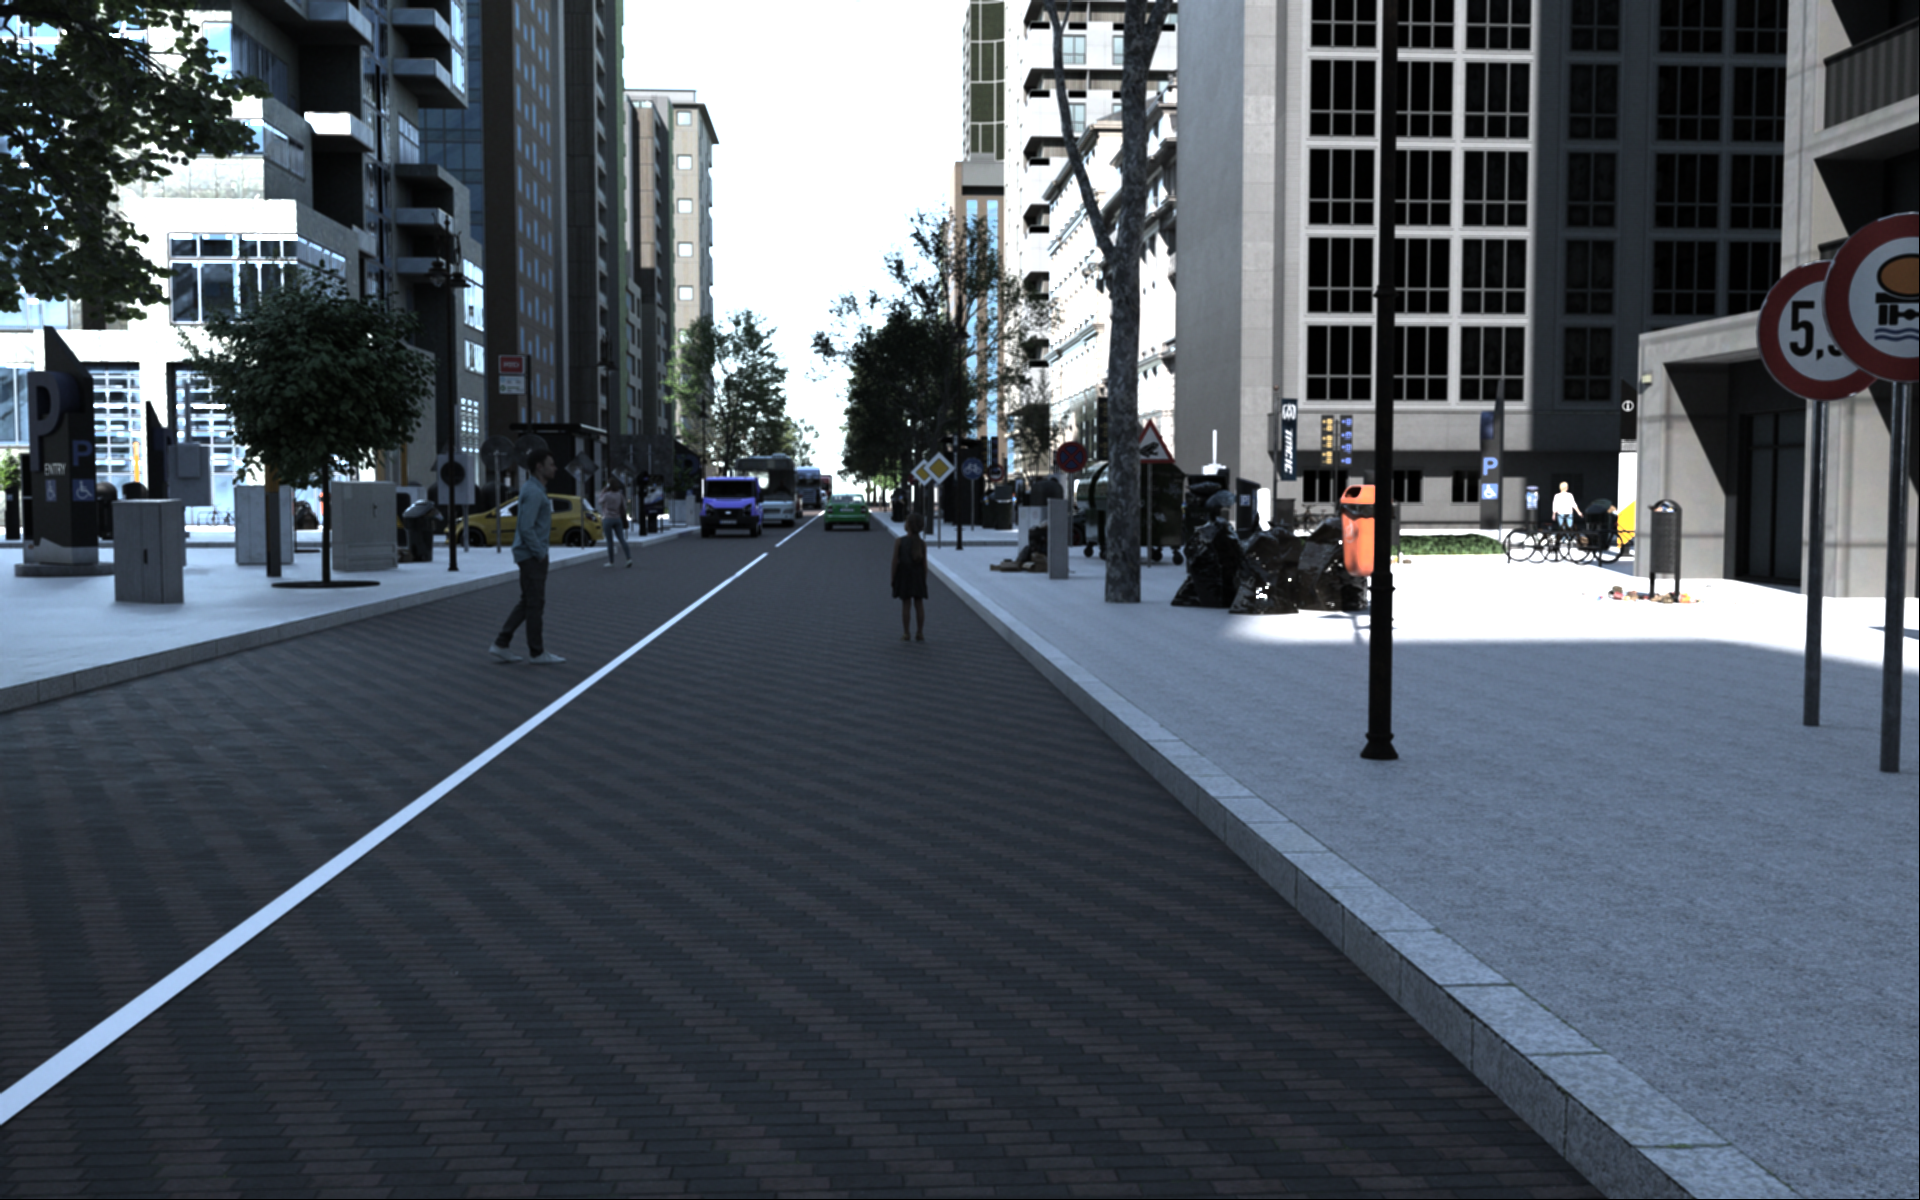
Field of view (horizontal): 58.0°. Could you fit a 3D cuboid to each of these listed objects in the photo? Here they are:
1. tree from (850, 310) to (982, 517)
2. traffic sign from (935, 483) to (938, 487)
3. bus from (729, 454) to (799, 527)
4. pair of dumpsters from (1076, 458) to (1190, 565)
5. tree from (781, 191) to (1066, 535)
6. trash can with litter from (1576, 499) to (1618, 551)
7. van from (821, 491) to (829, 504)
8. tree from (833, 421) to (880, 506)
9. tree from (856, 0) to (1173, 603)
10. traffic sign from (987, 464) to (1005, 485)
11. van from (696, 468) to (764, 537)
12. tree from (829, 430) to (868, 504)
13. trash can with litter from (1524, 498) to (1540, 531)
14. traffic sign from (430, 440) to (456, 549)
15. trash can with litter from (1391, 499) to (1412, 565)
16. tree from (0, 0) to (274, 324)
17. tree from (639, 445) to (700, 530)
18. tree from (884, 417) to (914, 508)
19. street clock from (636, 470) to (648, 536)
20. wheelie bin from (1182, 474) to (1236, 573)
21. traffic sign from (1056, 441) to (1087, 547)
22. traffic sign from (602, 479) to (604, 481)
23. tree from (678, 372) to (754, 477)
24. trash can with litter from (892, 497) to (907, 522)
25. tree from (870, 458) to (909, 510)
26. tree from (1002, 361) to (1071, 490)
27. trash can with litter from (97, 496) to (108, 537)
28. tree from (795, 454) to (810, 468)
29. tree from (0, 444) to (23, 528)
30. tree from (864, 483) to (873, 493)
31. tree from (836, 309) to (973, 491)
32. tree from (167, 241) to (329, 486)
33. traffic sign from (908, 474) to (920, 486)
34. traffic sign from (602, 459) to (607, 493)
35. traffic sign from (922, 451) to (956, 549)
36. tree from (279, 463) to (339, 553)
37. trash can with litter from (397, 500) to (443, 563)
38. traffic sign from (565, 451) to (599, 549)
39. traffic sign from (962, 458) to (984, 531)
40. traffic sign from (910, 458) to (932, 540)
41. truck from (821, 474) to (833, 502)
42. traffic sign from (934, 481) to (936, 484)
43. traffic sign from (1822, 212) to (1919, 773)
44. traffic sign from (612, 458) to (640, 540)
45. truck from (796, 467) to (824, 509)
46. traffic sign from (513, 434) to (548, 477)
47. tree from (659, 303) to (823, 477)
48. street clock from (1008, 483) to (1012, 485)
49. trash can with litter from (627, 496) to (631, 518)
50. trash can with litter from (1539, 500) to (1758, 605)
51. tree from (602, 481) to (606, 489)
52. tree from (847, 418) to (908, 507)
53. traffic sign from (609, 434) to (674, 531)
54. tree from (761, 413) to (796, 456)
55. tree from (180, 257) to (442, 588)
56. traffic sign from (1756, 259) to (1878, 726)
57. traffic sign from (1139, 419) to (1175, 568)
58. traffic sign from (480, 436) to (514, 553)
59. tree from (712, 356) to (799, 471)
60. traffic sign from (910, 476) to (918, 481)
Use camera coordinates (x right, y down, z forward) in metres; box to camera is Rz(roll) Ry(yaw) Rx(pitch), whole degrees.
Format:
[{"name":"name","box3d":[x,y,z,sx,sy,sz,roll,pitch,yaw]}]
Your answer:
[{"name":"tree","box3d":[-2.567,-10.489,97.258,9.928,11.665,9.643,0,3,0]},{"name":"traffic sign","box3d":[-1.659,-6.529,108.878,0.606,2.300,0.079,0,4,0]},{"name":"bus","box3d":[-8.784,-5.146,78.996,2.948,3.499,13.247,0,4,-5]},{"name":"pair of dumpsters","box3d":[3.281,-1.878,33.204,1.574,2.255,4.437,0,4,-4]},{"name":"tree","box3d":[-1.000,-7.339,54.401,8.767,10.594,7.601,0,4,-1]},{"name":"trash can with litter","box3d":[14.464,-1.711,39.362,0.624,1.170,1.055,3,5,43]},{"name":"van","box3d":[-17.007,-12.469,210.882,2.013,2.044,4.112,0,4,-4]},{"name":"tree","box3d":[-9.309,-16.767,191.151,9.611,12.733,9.660,0,3,0]},{"name":"tree","box3d":[2.958,-10.102,21.057,12.611,20.169,13.585,0,3,0]},{"name":"traffic sign","box3d":[1.493,-4.434,72.599,0.768,2.556,0.104,0,4,4]},{"name":"van","box3d":[-7.773,-3.347,59.104,2.240,2.365,5.245,0,4,-4]},{"name":"tree","box3d":[-12.642,-19.881,235.416,12.009,13.543,11.850,0,3,0]},{"name":"trash can with litter","box3d":[19.582,-2.931,58.984,1.678,1.210,2.233,0,4,-3]},{"name":"traffic sign","box3d":[-11.964,-2.483,40.595,0.884,2.594,0.081,0,4,-3]},{"name":"trash can with litter","box3d":[7.426,-1.275,31.901,2.233,1.210,1.678,0,4,-4]},{"name":"tree","box3d":[-8.363,-5.642,10.378,7.486,12.596,7.792,0,3,0]},{"name":"tree","box3d":[-11.120,-4.413,66.752,1.663,3.219,1.824,0,3,0]},{"name":"tree","box3d":[-5.982,-12.451,153.936,4.360,8.622,3.978,0,3,0]},{"name":"street clock","box3d":[-9.742,-2.974,53.189,0.358,2.002,0.471,1,4,9]},{"name":"wheelie bin","box3d":[4.016,-1.229,28.002,0.980,1.594,0.693,1,4,23]},{"name":"traffic sign","box3d":[2.692,-2.553,41.854,0.768,2.556,0.104,0,4,6]},{"name":"traffic sign","box3d":[-14.161,-4.168,68.246,0.768,2.556,0.104,0,4,3]},{"name":"tree","box3d":[-14.666,-9.362,103.429,4.360,8.622,3.978,0,3,0]},{"name":"trash can with litter","box3d":[-2.558,-4.105,78.506,1.055,1.170,0.624,1,4,20]},{"name":"tree","box3d":[-5.613,-9.570,140.189,4.285,4.588,4.351,0,3,0]},{"name":"tree","box3d":[4.143,-8.956,96.799,4.360,8.622,3.978,0,3,0]},{"name":"trash can with litter","box3d":[-26.050,-2.530,52.420,1.678,1.210,2.233,-2,4,-32]},{"name":"tree","box3d":[-25.720,-20.216,280.893,4.737,8.622,4.395,0,3,0]},{"name":"tree","box3d":[-36.608,-4.426,66.965,1.663,3.219,1.824,0,3,0]},{"name":"tree","box3d":[-14.759,-17.481,280.417,1.663,3.219,1.824,0,3,0]},{"name":"tree","box3d":[-3.779,-12.723,114.683,9.857,13.997,8.962,0,3,0]},{"name":"tree","box3d":[-20.038,-6.079,49.760,4.737,8.622,4.395,0,3,0]},{"name":"traffic sign","box3d":[-2.767,-6.411,104.926,0.768,2.556,0.104,0,4,-1]},{"name":"traffic sign","box3d":[-12.808,-3.844,62.947,0.768,2.556,0.104,0,4,6]},{"name":"traffic sign","box3d":[-0.492,-2.268,40.724,0.795,2.450,0.064,0,4,-4]},{"name":"tree","box3d":[-14.618,-2.650,37.925,1.663,3.219,1.824,0,3,0]},{"name":"trash can with litter","box3d":[-10.269,-1.295,32.565,0.624,1.170,1.055,1,4,20]},{"name":"traffic sign","box3d":[-8.770,-2.237,40.212,0.795,2.450,0.064,0,4,-4]},{"name":"traffic sign","box3d":[0.441,-3.702,60.635,0.768,2.556,0.104,0,4,-3]},{"name":"traffic sign","box3d":[-1.007,-2.755,48.693,0.795,2.450,0.064,0,4,-4]},{"name":"truck","box3d":[-19.643,-15.866,248.315,2.839,4.237,11.283,0,4,-2]},{"name":"traffic sign","box3d":[-1.484,-5.633,92.198,0.768,2.556,0.104,0,4,-2]},{"name":"traffic sign","box3d":[4.299,-0.479,7.932,0.768,2.556,0.104,0,4,4]},{"name":"traffic sign","box3d":[-9.285,-2.724,48.181,0.795,2.450,0.064,0,4,-4]},{"name":"truck","box3d":[-15.266,-11.356,175.431,2.967,4.110,18.799,0,4,-4]},{"name":"traffic sign","box3d":[-9.155,-2.254,36.952,0.768,2.556,0.104,0,4,2]},{"name":"tree","box3d":[-12.641,-10.280,93.830,9.928,11.665,9.643,0,3,0]},{"name":"street clock","box3d":[3.108,-6.426,109.642,0.358,2.002,0.471,-1,4,-23]},{"name":"trash can with litter","box3d":[-17.229,-4.947,92.273,1.055,1.170,0.624,2,4,30]},{"name":"trash can with litter","box3d":[8.415,-0.608,20.995,1.678,1.210,2.233,-1,4,-11]},{"name":"tree","box3d":[-22.422,-7.177,111.940,1.663,3.219,1.824,0,3,0]},{"name":"tree","box3d":[-8.027,-15.728,175.286,7.486,12.596,7.792,0,3,0]},{"name":"traffic sign","box3d":[-10.903,-3.995,59.189,2.265,3.308,0.079,0,4,5]},{"name":"tree","box3d":[-16.402,-12.281,151.149,4.360,8.622,3.978,0,3,0]},{"name":"tree","box3d":[-8.963,-2.472,24.132,4.285,4.588,4.351,0,3,0]},{"name":"traffic sign","box3d":[4.719,-0.576,9.524,0.768,2.556,0.104,0,4,0]},{"name":"traffic sign","box3d":[3.293,-1.841,30.104,0.884,2.594,0.081,0,4,-3]},{"name":"traffic sign","box3d":[-10.074,-2.303,37.760,0.768,2.556,0.104,0,3,0]},{"name":"tree","box3d":[-17.017,-13.716,142.381,7.486,12.596,7.792,0,3,0]},{"name":"traffic sign","box3d":[-1.621,-4.361,71.312,0.884,2.594,0.081,0,4,1]}]
